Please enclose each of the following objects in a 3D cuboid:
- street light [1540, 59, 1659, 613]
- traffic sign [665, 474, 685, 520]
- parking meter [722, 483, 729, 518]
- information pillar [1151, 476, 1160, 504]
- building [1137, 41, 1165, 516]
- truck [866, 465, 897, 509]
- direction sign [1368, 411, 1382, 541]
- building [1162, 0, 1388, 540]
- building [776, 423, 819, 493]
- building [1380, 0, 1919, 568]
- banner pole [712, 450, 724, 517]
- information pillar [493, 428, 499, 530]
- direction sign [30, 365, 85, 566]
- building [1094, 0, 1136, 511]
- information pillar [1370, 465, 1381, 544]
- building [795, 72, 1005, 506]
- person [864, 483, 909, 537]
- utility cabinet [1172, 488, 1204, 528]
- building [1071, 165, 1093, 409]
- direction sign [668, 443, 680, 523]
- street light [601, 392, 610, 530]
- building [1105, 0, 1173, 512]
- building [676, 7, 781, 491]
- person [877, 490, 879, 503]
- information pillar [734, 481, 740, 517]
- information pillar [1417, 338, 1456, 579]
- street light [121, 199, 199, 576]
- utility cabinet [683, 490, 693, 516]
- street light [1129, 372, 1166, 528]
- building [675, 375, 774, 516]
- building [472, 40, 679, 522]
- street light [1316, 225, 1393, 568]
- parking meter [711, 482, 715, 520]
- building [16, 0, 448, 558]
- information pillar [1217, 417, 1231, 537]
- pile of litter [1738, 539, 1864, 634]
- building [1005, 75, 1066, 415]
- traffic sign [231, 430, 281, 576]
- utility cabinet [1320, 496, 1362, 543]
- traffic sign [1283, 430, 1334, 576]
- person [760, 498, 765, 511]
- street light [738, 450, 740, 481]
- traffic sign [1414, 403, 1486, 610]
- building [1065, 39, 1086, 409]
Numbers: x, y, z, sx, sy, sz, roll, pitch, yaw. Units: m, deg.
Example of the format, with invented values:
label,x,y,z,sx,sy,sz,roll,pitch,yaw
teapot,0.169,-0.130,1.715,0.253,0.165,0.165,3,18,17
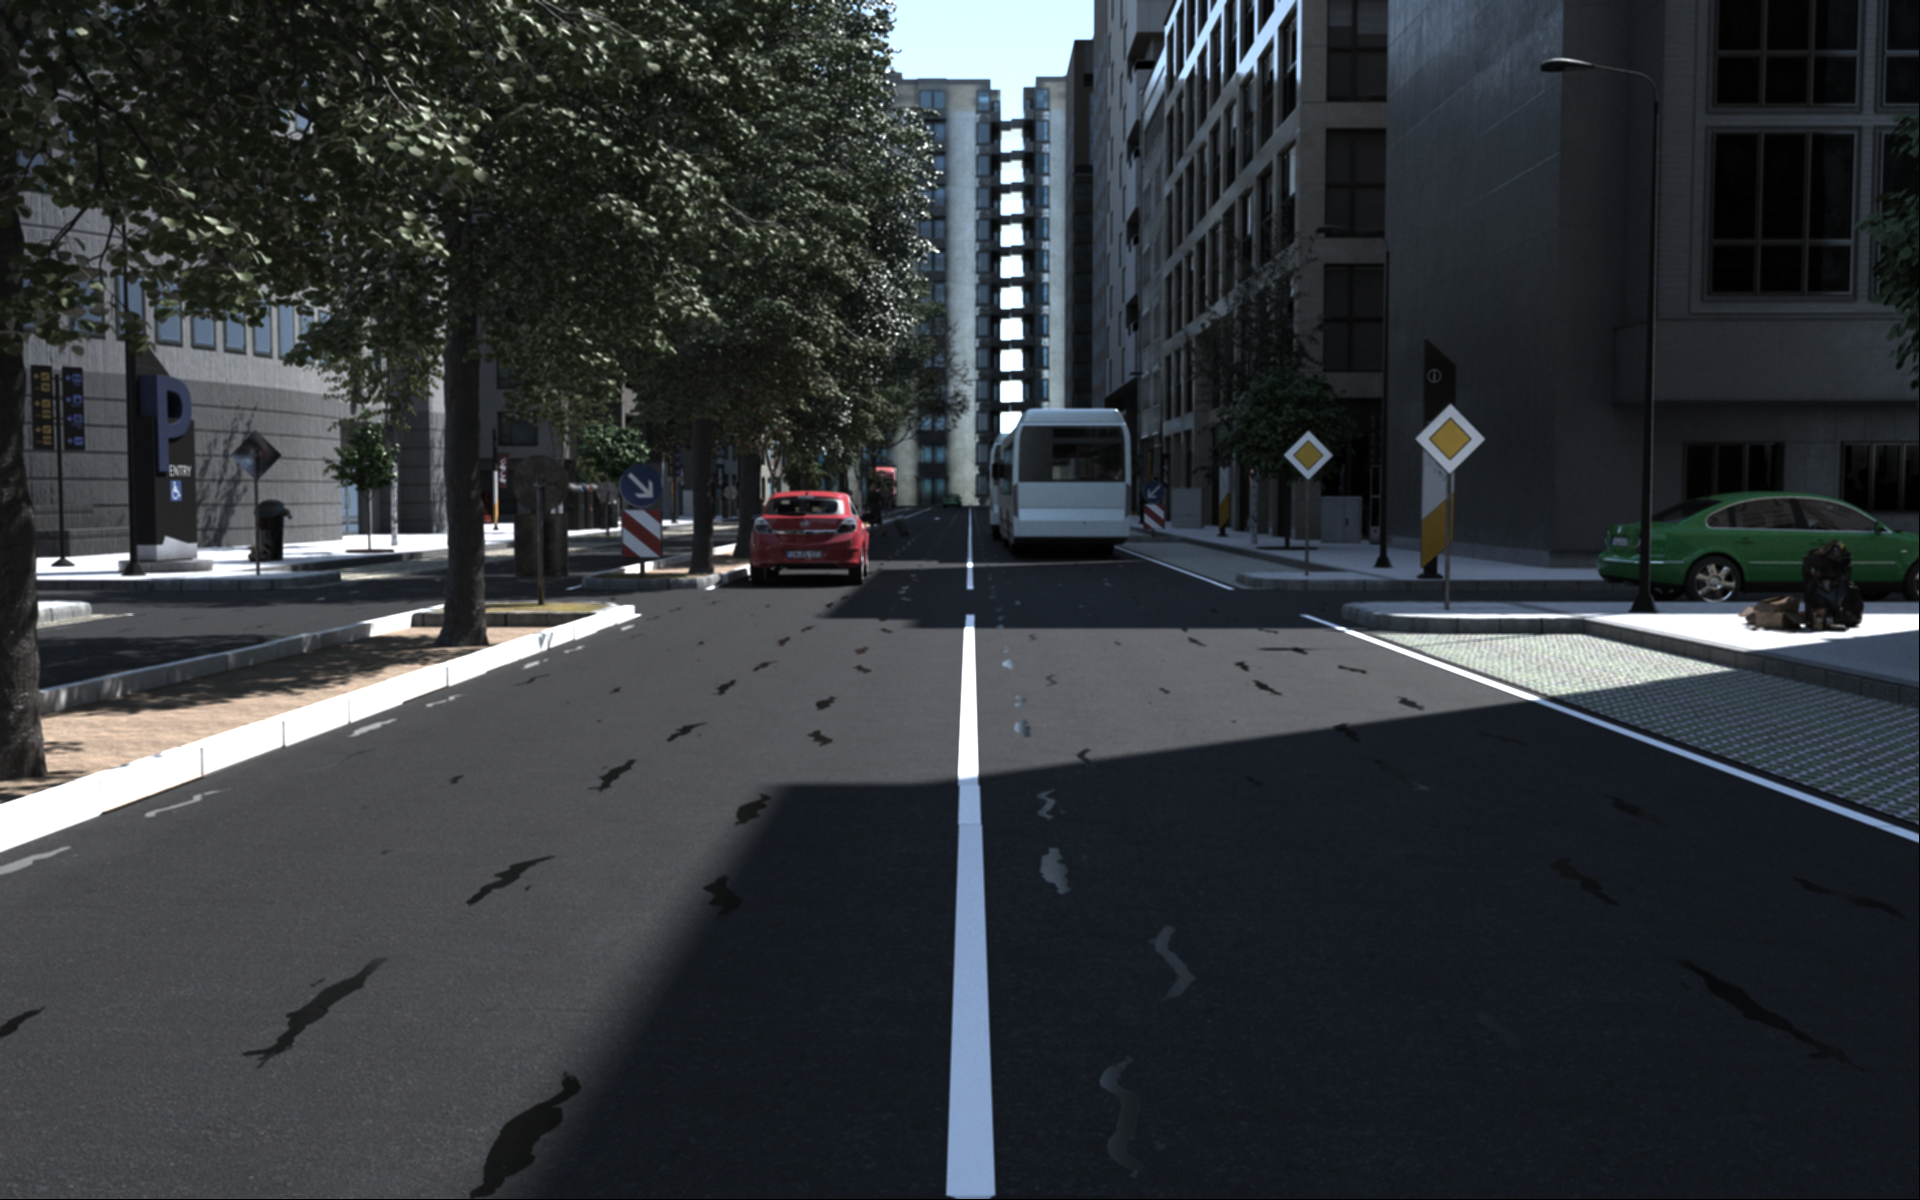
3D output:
label,x,y,z,sx,sy,sz,roll,pitch,yaw
street light,6.895,-2.821,18.660,1.470,5.913,1.316,0,4,0
traffic sign,-12.733,-4.730,77.343,0.884,2.594,0.081,0,4,3
parking meter,-12.397,-5.248,91.521,0.255,1.863,0.399,1,4,8
information pillar,8.060,-4.104,71.588,0.304,2.012,0.304,-1,4,-9
building,16.440,-16.738,91.682,12.078,24.808,19.932,0,4,0
truck,-7.470,-10.955,168.024,2.839,4.237,11.283,0,4,-1
direction sign,11.371,-3.386,47.363,0.379,3.537,0.876,3,5,40
building,19.090,-15.906,64.581,19.350,26.468,34.151,0,4,0
building,-30.051,-52.062,163.883,31.000,86.520,22.319,0,4,0
building,25.137,-13.176,34.491,30.058,24.678,14.314,0,4,0
banner pole,-13.867,-6.667,99.021,0.863,3.779,0.401,0,4,-8
information pillar,-16.590,-4.312,61.852,0.183,3.616,0.504,0,4,-7
direction sign,-15.994,-2.372,30.774,0.379,3.537,0.876,3,5,40
building,18.124,-29.963,140.001,14.600,45.320,14.200,0,4,0
information pillar,10.672,-2.429,44.205,0.304,2.012,0.304,3,5,40
building,-9.487,-35.466,199.483,30.456,49.044,23.786,0,4,0
person,-2.531,-3.040,58.419,1.509,1.804,0.699,2,4,25
utility cabinet,8.530,-3.433,64.812,1.173,1.500,0.318,2,4,27
building,16.795,-23.418,154.590,14.160,30.474,14.107,0,4,0
direction sign,-12.542,-5.138,76.009,0.379,3.537,0.876,-3,5,-44
street light,-12.330,-5.513,62.681,1.470,5.913,1.316,0,4,0
building,24.482,-32.397,118.929,28.713,52.752,27.495,0,4,0
building,-22.103,-29.851,138.167,14.600,45.320,14.200,0,4,0
person,-6.601,-7.796,136.700,1.217,1.736,0.721,2,4,34
information pillar,-12.571,-5.718,97.977,0.304,2.012,0.304,-2,4,-25
information pillar,7.216,-2.130,26.173,0.504,3.616,0.183,0,4,-4
street light,-12.452,-3.334,27.053,1.470,5.913,1.316,0,4,0
utility cabinet,-15.286,-5.481,98.296,0.318,1.500,1.173,-3,5,-40
street light,7.136,-5.714,65.972,1.470,5.913,1.316,0,4,0
building,-28.130,-16.659,117.419,27.650,21.520,28.899,0,4,0
building,-21.815,-19.053,83.217,14.160,30.474,14.107,0,4,0
street light,6.858,-3.521,30.114,1.470,5.913,1.316,0,4,0
parking meter,-12.447,-4.935,86.405,0.399,1.863,0.255,3,5,43
building,-27.713,-30.738,44.563,21.231,58.520,28.212,0,4,0
information pillar,7.987,-3.726,52.280,0.183,3.616,0.504,-1,4,-23
pile of litter,8.075,-0.167,16.696,1.719,0.858,1.176,-3,4,-36
building,20.961,-35.386,198.164,30.456,49.044,23.786,0,4,0
traffic sign,-11.057,-1.442,27.227,0.795,2.450,0.064,0,4,0
utility cabinet,9.957,-2.085,45.245,1.020,1.237,0.306,2,4,28
traffic sign,5.437,-1.435,27.111,0.795,2.450,0.064,0,4,0
person,-8.657,-3.854,76.182,0.373,1.253,0.362,0,4,-8
street light,-12.100,-7.741,99.105,1.470,5.913,1.316,0,4,0
traffic sign,5.390,-0.947,19.126,0.795,2.450,0.064,0,4,0
building,17.522,-31.716,168.668,14.600,45.320,14.200,0,4,0
